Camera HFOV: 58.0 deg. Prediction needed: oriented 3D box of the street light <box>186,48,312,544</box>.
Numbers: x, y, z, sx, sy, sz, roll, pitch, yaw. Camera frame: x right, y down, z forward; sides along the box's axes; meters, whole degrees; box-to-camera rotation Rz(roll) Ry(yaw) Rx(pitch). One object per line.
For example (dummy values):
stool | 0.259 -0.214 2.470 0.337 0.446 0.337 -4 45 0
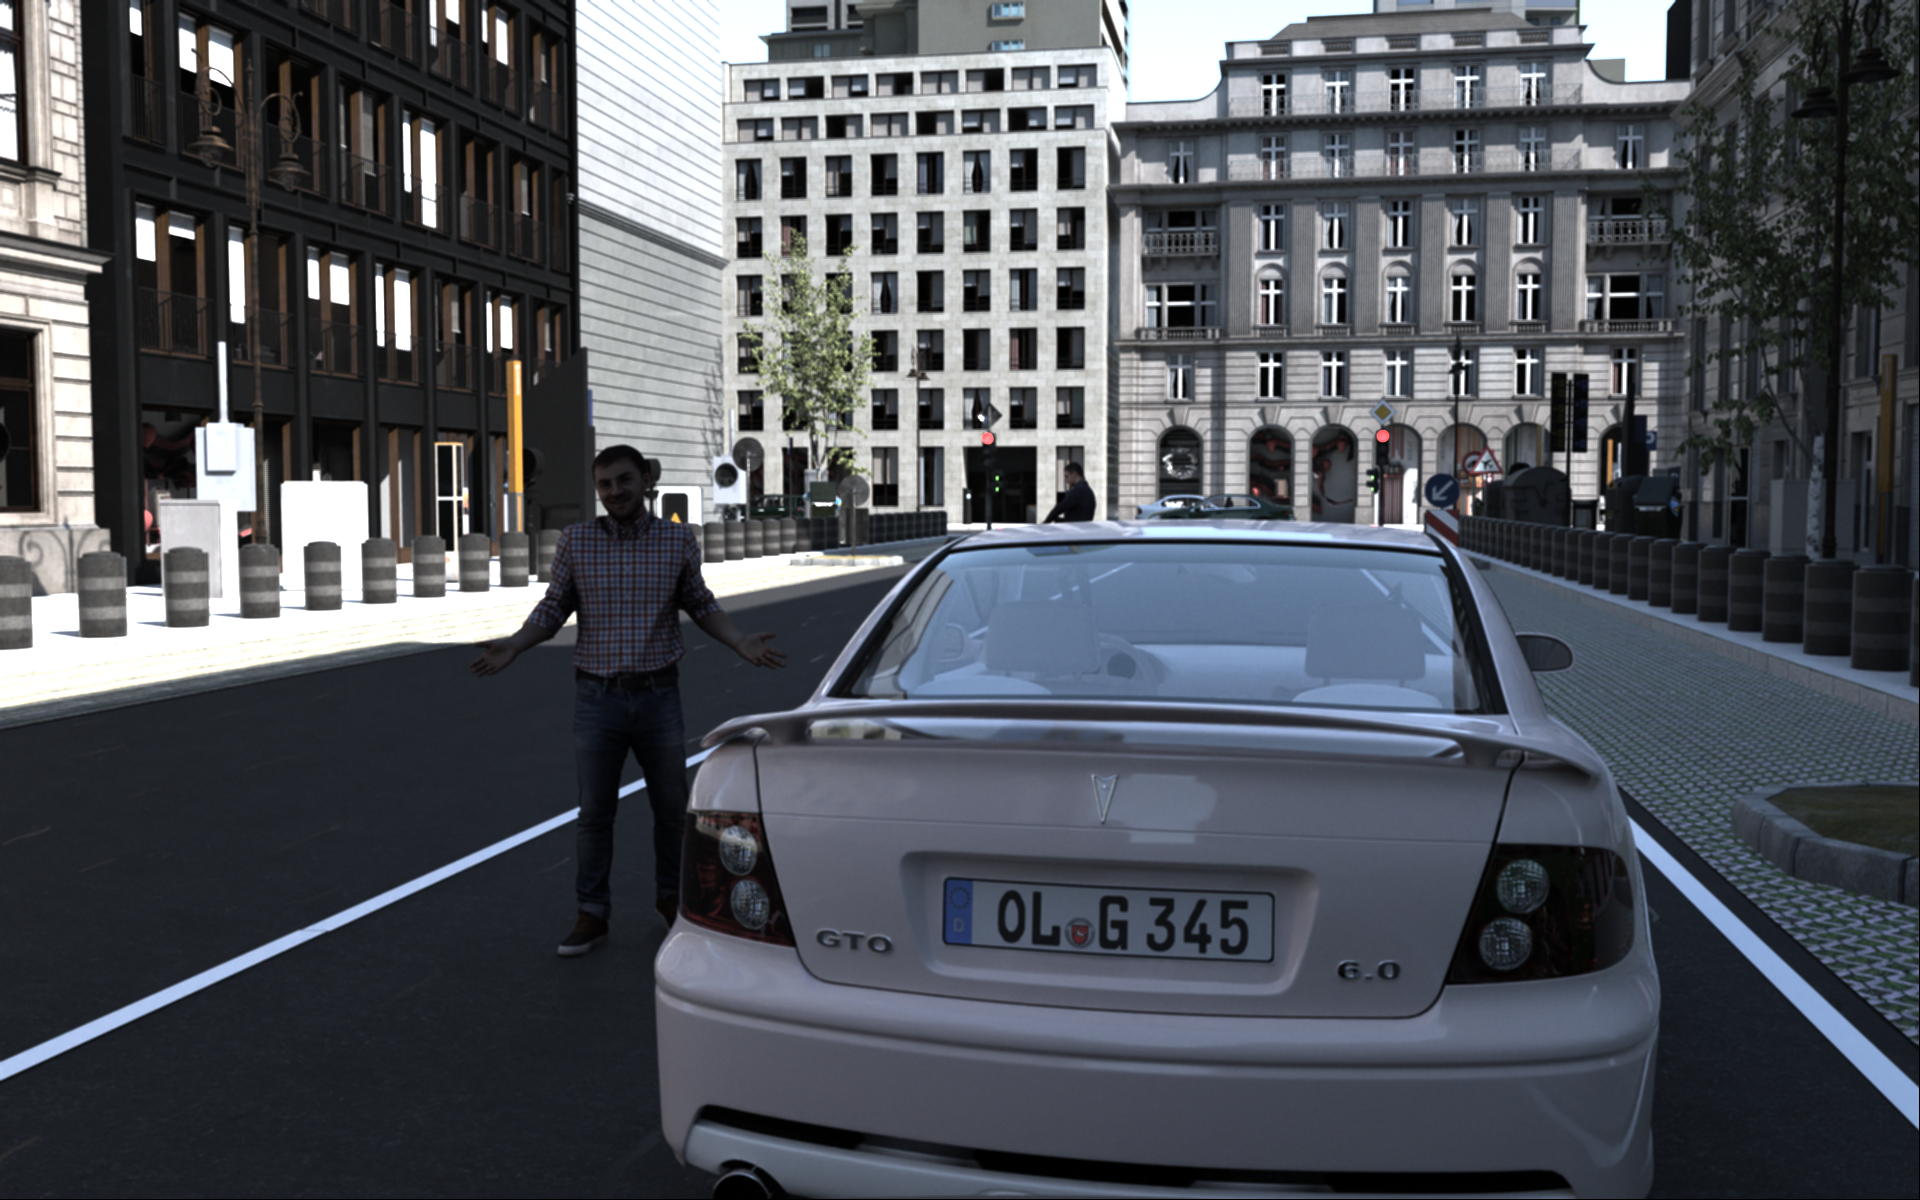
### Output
street light | -7.543 -2.800 18.561 0.468 5.910 1.993 1 4 11

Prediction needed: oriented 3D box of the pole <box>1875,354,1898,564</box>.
pole | 13.568 -1.928 25.369 0.158 3.312 0.155 0 3 0

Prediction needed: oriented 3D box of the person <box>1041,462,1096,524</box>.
person | 1.114 -0.568 18.231 0.568 1.767 0.683 1 4 21

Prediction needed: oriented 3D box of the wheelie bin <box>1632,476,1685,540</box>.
wheelie bin | 12.501 -1.414 31.027 0.693 1.594 0.980 -3 5 -39

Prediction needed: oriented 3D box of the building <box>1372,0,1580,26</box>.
building | 54.617 -39.363 185.583 21.231 58.520 28.212 1 4 11

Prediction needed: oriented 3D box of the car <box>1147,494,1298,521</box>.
car | 8.496 -2.730 56.431 4.920 1.459 2.131 1 4 10

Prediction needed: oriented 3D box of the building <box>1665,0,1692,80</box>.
building | 39.032 -14.858 72.612 15.834 23.373 12.332 1 4 11

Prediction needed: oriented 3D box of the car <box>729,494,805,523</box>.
car | -7.665 -3.564 68.061 4.222 1.686 2.009 1 4 13

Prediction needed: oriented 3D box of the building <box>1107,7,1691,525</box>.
building | 19.188 -14.389 77.064 24.055 21.916 13.314 1 4 11

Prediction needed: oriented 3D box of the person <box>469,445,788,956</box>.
person | -1.057 0.305 5.478 0.963 1.587 0.435 -1 4 -18

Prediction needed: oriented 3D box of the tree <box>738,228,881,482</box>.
tree | -3.946 -5.954 47.716 4.737 8.622 4.395 0 3 0

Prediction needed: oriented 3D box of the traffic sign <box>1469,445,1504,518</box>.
traffic sign | 13.988 -2.816 46.042 0.884 2.594 0.081 1 4 14

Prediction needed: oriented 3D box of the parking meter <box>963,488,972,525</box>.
parking meter | 0.304 -3.914 72.411 0.372 1.533 0.369 0 3 0

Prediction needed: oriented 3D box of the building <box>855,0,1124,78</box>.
building | 2.780 -32.360 152.790 21.300 48.544 21.600 1 4 11

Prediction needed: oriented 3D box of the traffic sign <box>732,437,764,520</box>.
traffic sign | -4.752 -2.367 38.801 0.768 2.556 0.104 1 4 15

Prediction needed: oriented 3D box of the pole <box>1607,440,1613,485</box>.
pole | 24.297 -4.340 64.806 0.158 3.312 0.155 0 3 0

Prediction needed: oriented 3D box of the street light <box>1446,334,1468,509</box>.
street light | 14.338 -4.726 50.063 0.468 5.910 1.993 1 4 11

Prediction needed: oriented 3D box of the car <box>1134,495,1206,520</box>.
car | 8.592 -3.113 62.901 4.499 1.417 2.014 1 4 10

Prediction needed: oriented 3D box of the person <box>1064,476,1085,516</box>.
person | 2.270 -1.523 33.577 0.721 1.800 0.419 -1 4 -15

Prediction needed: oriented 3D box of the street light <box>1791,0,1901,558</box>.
street light | 7.823 -2.610 15.458 0.468 5.910 1.993 1 4 11

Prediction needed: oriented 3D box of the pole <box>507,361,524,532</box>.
pole | -6.837 -2.006 26.637 0.158 3.312 0.155 0 3 0

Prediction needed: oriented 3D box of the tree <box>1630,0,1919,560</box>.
tree | 10.820 -4.378 21.936 4.737 8.622 4.395 0 3 0

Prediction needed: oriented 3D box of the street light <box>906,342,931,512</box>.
street light | -1.273 -4.900 52.900 0.468 5.910 1.993 1 4 11

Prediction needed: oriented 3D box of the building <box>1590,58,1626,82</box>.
building | 55.775 -28.596 159.421 32.217 40.220 23.993 1 4 11

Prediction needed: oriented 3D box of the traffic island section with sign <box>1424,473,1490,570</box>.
traffic island section with sign | 9.204 -1.534 33.716 1.989 1.847 2.006 1 4 11

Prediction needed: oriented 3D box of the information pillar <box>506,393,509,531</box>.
information pillar | -8.592 -2.573 33.416 0.183 3.616 0.504 1 4 8

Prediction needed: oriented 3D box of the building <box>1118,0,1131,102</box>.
building | 7.252 -52.895 177.502 22.319 86.520 31.000 1 4 11

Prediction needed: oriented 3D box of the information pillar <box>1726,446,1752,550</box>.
information pillar | 11.956 -1.353 26.620 0.304 2.012 0.304 1 4 19

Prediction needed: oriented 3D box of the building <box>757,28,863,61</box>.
building | -7.499 -37.174 197.036 27.495 52.752 28.713 1 4 11

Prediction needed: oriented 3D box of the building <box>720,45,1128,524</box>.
building | -1.295 -13.707 78.867 16.860 20.320 10.420 1 4 11

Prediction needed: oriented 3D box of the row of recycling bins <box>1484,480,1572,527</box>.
row of recycling bins | 16.073 -2.574 49.197 1.069 1.692 3.534 -1 4 -16

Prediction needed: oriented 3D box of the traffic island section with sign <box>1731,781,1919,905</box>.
traffic island section with sign | 4.148 0.121 6.647 1.989 1.847 2.006 1 4 11

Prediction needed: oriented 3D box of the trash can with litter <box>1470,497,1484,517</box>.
trash can with litter | 20.128 -3.362 66.352 1.055 1.170 0.624 0 4 4

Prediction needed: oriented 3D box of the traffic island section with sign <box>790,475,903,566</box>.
traffic island section with sign | -2.224 -1.613 35.007 1.989 1.847 2.006 1 4 11

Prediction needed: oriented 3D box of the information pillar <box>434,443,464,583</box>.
information pillar | -7.351 -1.252 24.960 0.304 2.012 0.304 0 4 5

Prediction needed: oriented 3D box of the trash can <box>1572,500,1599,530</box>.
trash can | 16.275 -2.048 45.140 0.748 1.137 0.748 0 3 0

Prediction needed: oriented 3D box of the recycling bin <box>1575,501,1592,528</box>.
recycling bin | 23.784 -3.262 65.887 0.722 1.027 0.722 2 4 25

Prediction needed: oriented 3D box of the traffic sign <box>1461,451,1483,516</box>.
traffic sign | 15.263 -3.138 51.419 0.768 2.556 0.104 1 4 11

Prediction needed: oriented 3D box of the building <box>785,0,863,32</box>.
building | -12.600 -49.503 247.622 20.611 71.187 20.563 1 4 11

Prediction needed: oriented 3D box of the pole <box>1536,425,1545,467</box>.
pole | 17.097 -3.500 51.072 0.158 3.312 0.155 0 3 0

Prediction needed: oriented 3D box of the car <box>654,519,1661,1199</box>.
car | 0.712 0.456 4.903 2.083 1.381 4.827 1 4 12

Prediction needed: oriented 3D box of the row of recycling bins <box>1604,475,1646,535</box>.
row of recycling bins | 15.215 -1.961 39.173 1.069 1.692 3.534 1 4 16

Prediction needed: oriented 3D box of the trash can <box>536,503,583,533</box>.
trash can | -6.522 -1.015 28.241 0.748 1.137 0.748 0 3 0
